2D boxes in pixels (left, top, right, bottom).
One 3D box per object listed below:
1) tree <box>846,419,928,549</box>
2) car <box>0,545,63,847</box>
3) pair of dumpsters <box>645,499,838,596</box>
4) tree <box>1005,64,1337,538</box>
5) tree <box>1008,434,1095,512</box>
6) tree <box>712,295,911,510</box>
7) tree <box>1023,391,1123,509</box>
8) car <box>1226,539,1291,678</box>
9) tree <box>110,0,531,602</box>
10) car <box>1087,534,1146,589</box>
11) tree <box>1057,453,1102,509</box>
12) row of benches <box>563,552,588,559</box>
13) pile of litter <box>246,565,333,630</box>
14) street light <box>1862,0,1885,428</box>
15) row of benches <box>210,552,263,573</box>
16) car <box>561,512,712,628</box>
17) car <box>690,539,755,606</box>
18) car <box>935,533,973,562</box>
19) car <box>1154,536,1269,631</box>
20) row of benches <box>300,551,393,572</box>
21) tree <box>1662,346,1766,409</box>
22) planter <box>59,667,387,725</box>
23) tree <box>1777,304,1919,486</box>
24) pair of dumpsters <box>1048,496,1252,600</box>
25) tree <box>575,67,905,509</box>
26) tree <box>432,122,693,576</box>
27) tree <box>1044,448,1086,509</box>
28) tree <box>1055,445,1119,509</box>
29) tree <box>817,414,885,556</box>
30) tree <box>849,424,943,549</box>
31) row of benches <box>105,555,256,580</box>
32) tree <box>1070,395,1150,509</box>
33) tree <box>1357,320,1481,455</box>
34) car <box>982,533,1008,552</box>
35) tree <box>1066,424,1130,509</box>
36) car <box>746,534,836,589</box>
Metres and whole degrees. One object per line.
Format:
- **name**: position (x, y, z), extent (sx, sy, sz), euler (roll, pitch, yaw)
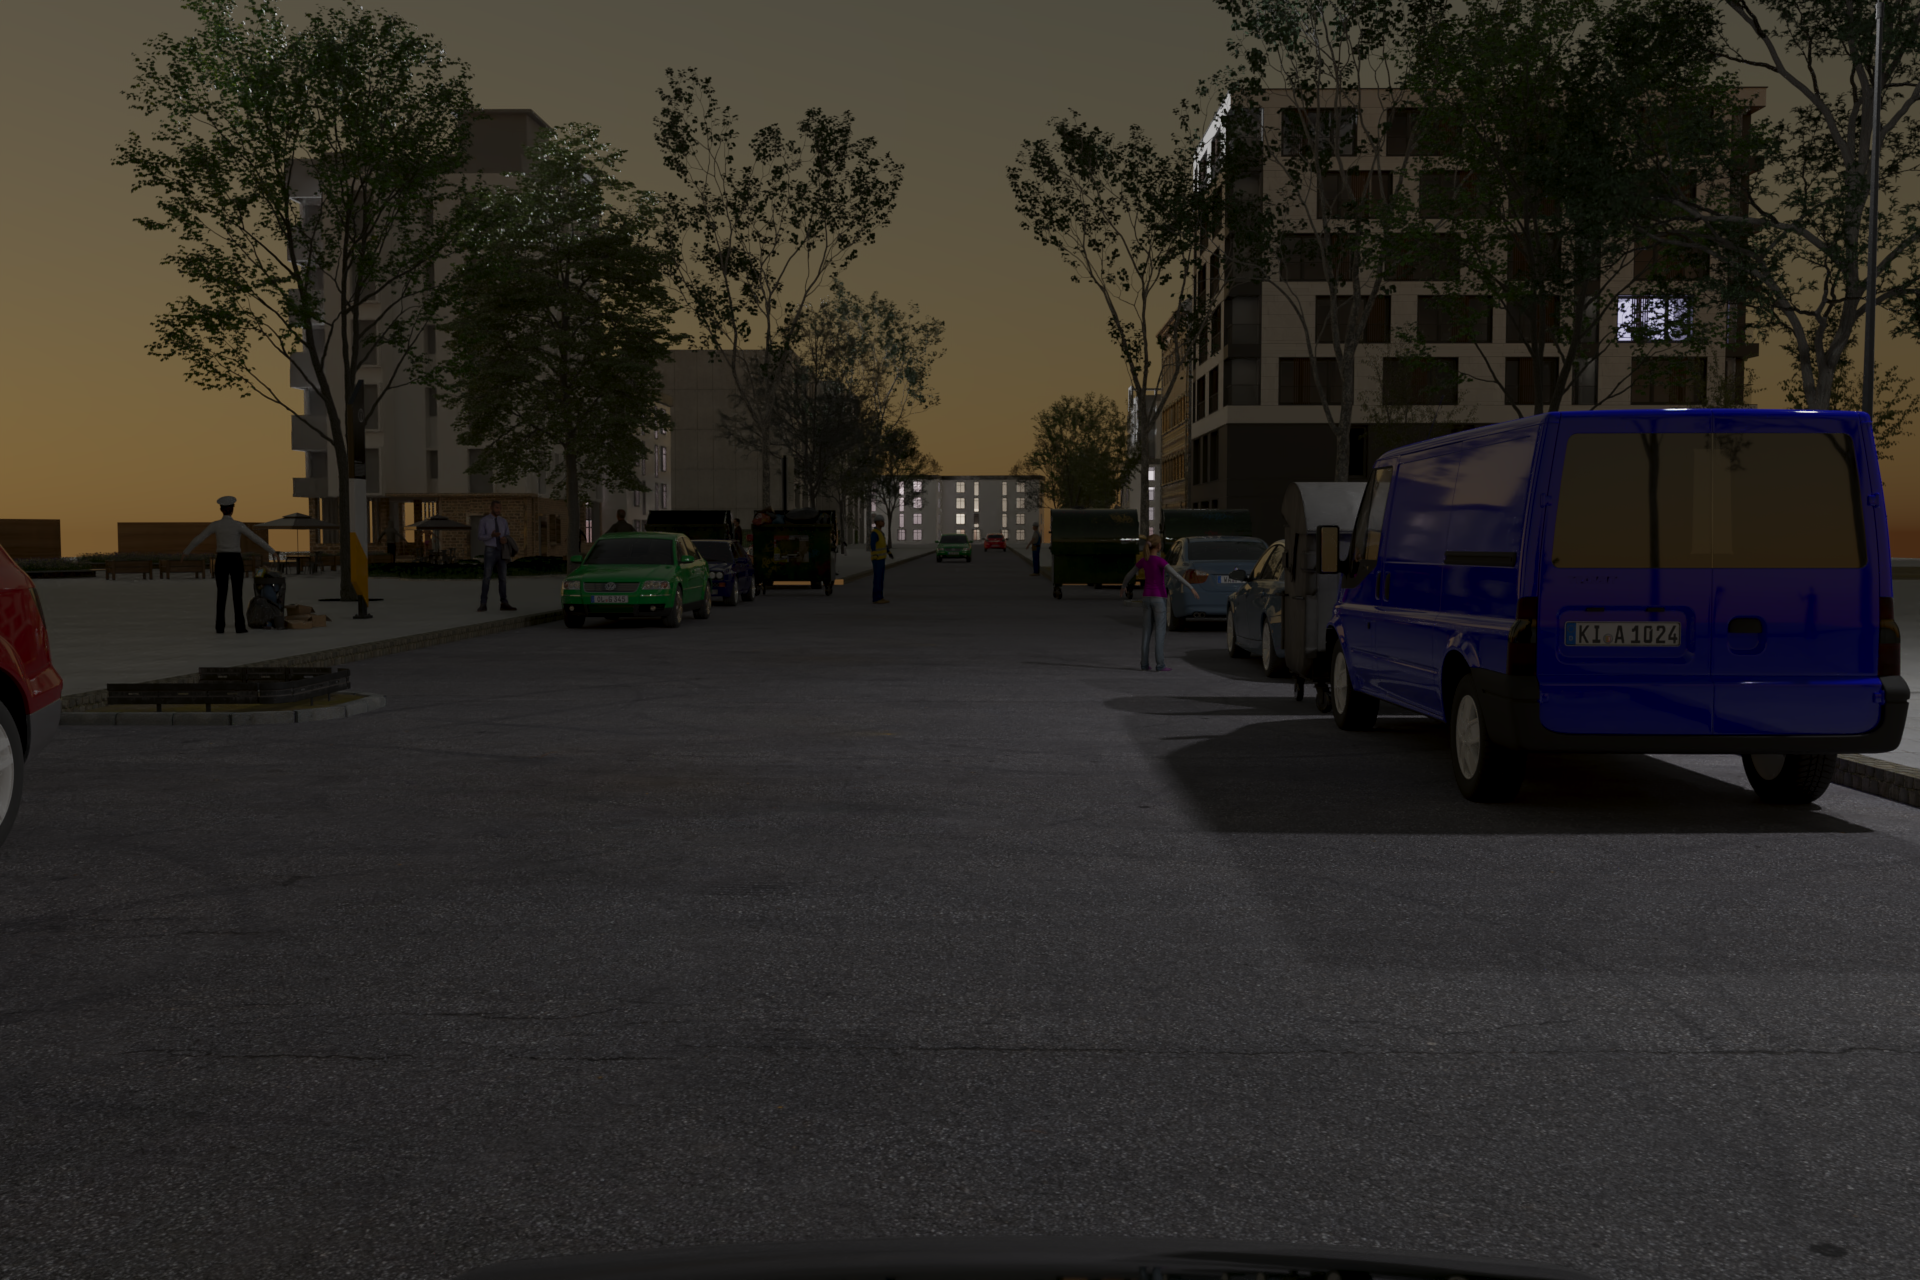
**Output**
- **tree**: position (-6.343, -13.975, 154.244), extent (9.928, 11.665, 9.643), euler (0, 3, 0)
- **car**: position (-5.259, 0.167, 5.949), extent (2.281, 1.827, 5.304), euler (0, 4, 1)
- **pair of dumpsters**: position (-5.086, -2.171, 40.445), extent (4.436, 2.255, 1.574), euler (0, 4, 1)
- **tree**: position (8.829, -13.062, 69.457), extent (12.611, 20.169, 13.585), euler (0, 3, 0)
- **tree**: position (8.789, -13.403, 153.551), extent (8.767, 10.594, 7.601), euler (-1, 4, -22)
- **tree**: position (-7.583, -10.961, 89.585), extent (12.009, 13.543, 11.850), euler (0, 3, 0)
- **tree**: position (8.304, -12.277, 126.489), extent (9.928, 11.665, 9.643), euler (0, 3, 0)
- **car**: position (3.950, -0.401, 18.551), extent (2.014, 1.417, 4.499), euler (0, 4, 1)
- **tree**: position (-11.762, -6.552, 32.875), extent (9.928, 11.665, 9.643), euler (0, 3, 0)
- **car**: position (4.332, -2.218, 46.489), extent (2.015, 1.641, 3.980), euler (0, 4, 0)
- **tree**: position (9.462, -11.388, 136.552), extent (4.737, 8.622, 4.395), euler (0, 3, 0)
- **row of benches**: position (-13.080, -2.832, 61.761), extent (1.422, 0.672, 4.104), euler (1, 4, 12)
- **pile of litter**: position (-9.286, -0.612, 23.978), extent (1.176, 0.858, 1.719), euler (0, 4, 1)
- **street light**: position (7.803, -2.524, 13.805), extent (1.470, 5.913, 1.316), euler (0, 4, 0)
- **row of benches**: position (-24.381, -2.632, 58.492), extent (1.422, 0.672, 4.104), euler (0, 4, -7)
- **car**: position (-5.134, -1.164, 27.824), extent (1.959, 1.807, 4.718), euler (0, 4, 1)
- **car**: position (-5.261, -1.404, 35.542), extent (1.945, 1.354, 3.894), euler (0, 4, 1)
- **car**: position (-0.299, -4.898, 88.882), extent (1.959, 1.807, 4.718), euler (0, 4, 1)
- **car**: position (3.944, -0.903, 26.767), extent (2.014, 1.417, 4.499), euler (0, 4, 1)
- **row of benches**: position (-21.422, -2.773, 60.809), extent (1.422, 0.672, 4.104), euler (1, 4, 23)
- **tree**: position (29.142, -7.121, 66.784), extent (4.737, 8.622, 4.395), euler (0, 3, 0)
- **planter**: position (-5.778, 0.440, 13.953), extent (1.991, 0.319, 1.994), euler (0, 4, 1)
- **tree**: position (27.828, -6.396, 54.939), extent (4.737, 8.622, 4.395), euler (0, 3, 0)
- **pair of dumpsters**: position (4.177, -2.042, 38.335), extent (4.436, 2.255, 1.574), euler (0, 4, 1)
- **tree**: position (-9.454, -13.226, 72.132), extent (12.611, 20.169, 13.585), euler (0, 3, 0)
- **tree**: position (-11.067, -7.952, 48.135), extent (7.486, 12.596, 7.792), euler (0, 3, 0)
- **tree**: position (9.026, -11.936, 145.518), extent (4.360, 8.622, 3.978), euler (0, 3, 0)
- **tree**: position (17.737, -20.600, 243.460), extent (9.857, 13.997, 8.962), euler (0, 3, 0)
- **tree**: position (-6.891, -9.179, 100.443), extent (4.360, 8.622, 3.978), euler (0, 3, 0)
- **tree**: position (-5.881, -12.814, 143.917), extent (8.767, 10.594, 7.601), euler (-1, 4, -17)
- **row of benches**: position (-22.204, -2.091, 49.645), extent (4.104, 0.672, 1.422), euler (-3, 5, -42)
- **tree**: position (8.209, -8.651, 91.809), extent (4.737, 8.622, 4.395), euler (0, 3, 0)
- **tree**: position (15.275, -6.697, 59.858), extent (4.360, 8.622, 3.978), euler (0, 3, 0)
- **car**: position (2.862, -8.056, 140.760), extent (2.155, 1.783, 4.494), euler (0, 4, 1)
- **tree**: position (9.018, -10.073, 115.056), extent (4.737, 8.622, 4.395), euler (0, 3, 0)
- **car**: position (-4.550, -2.336, 46.868), extent (2.281, 1.827, 5.304), euler (0, 4, 1)
